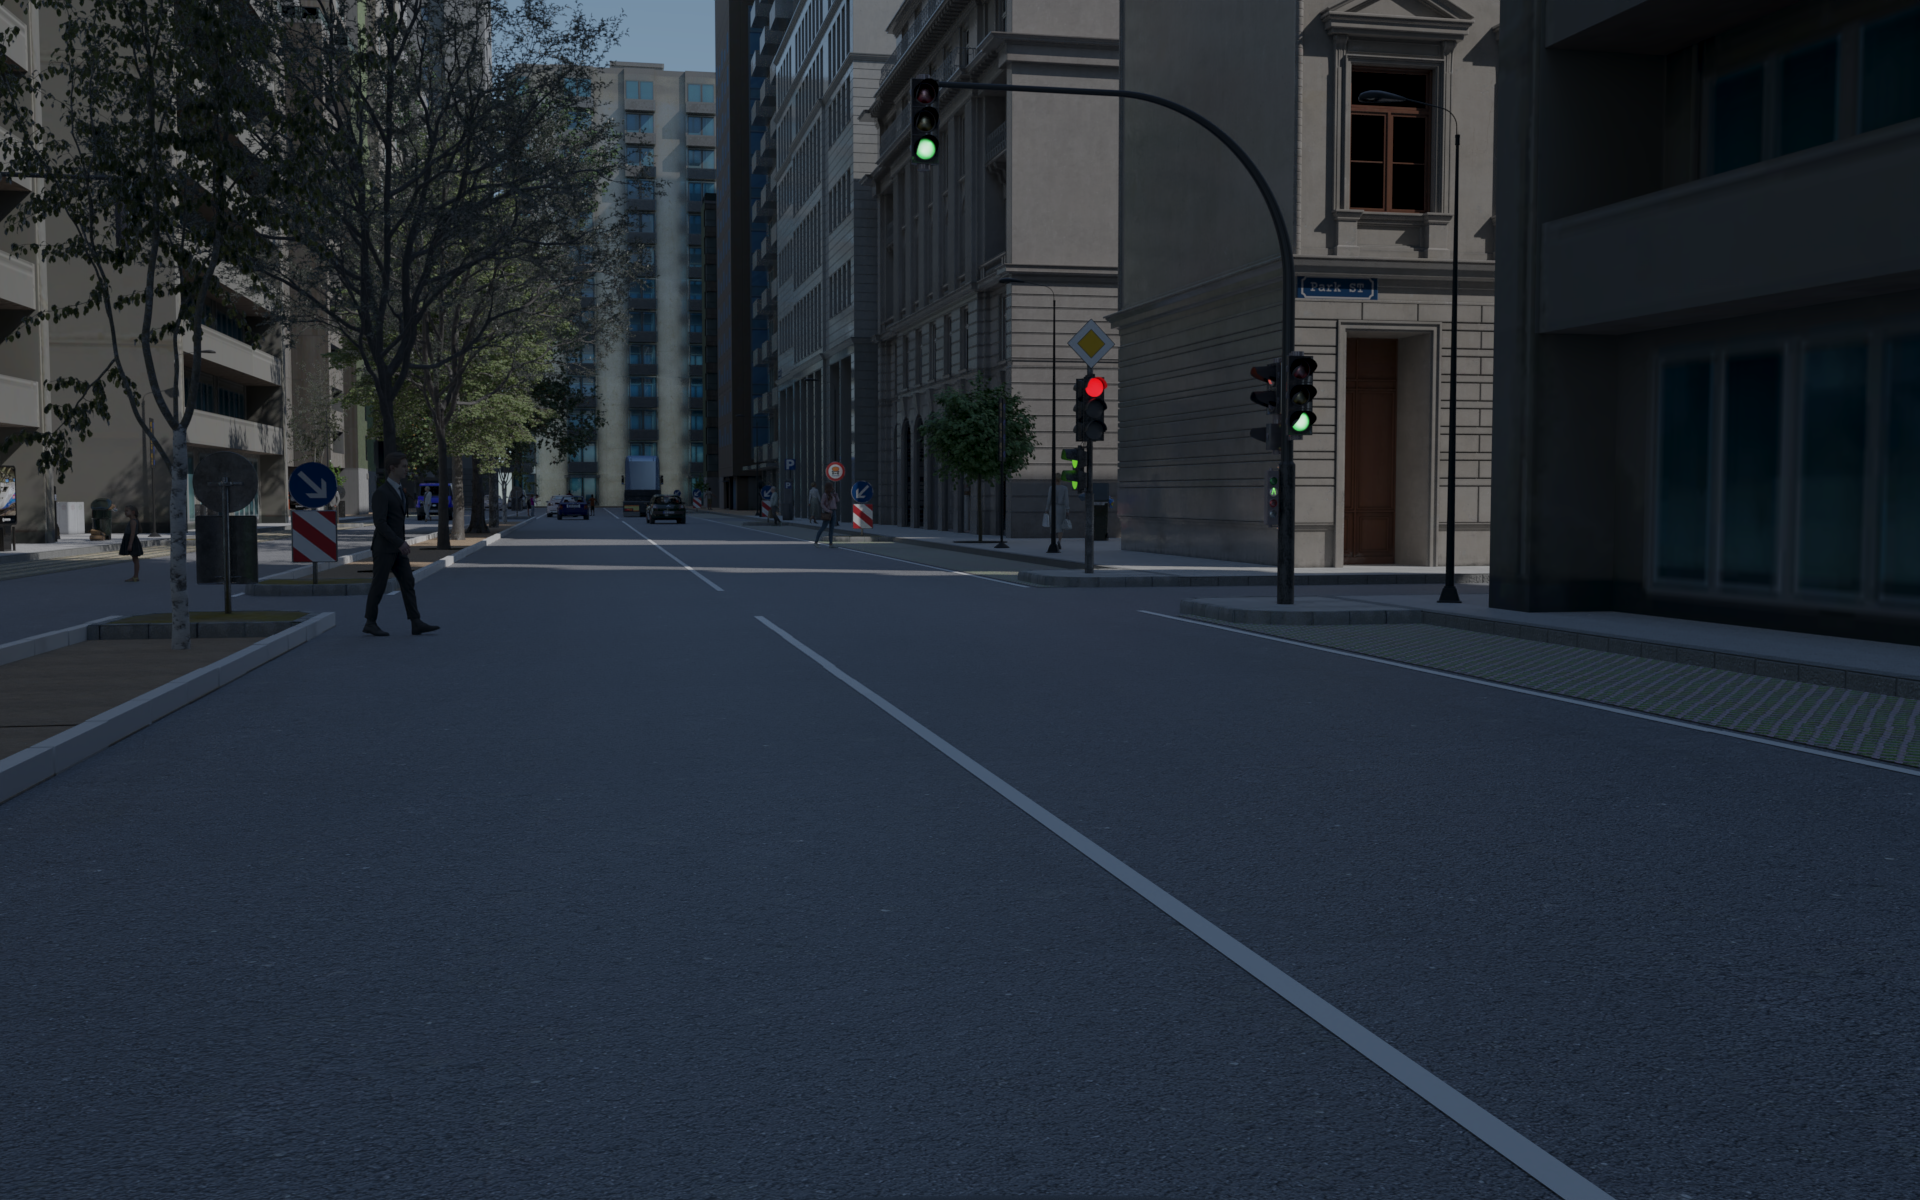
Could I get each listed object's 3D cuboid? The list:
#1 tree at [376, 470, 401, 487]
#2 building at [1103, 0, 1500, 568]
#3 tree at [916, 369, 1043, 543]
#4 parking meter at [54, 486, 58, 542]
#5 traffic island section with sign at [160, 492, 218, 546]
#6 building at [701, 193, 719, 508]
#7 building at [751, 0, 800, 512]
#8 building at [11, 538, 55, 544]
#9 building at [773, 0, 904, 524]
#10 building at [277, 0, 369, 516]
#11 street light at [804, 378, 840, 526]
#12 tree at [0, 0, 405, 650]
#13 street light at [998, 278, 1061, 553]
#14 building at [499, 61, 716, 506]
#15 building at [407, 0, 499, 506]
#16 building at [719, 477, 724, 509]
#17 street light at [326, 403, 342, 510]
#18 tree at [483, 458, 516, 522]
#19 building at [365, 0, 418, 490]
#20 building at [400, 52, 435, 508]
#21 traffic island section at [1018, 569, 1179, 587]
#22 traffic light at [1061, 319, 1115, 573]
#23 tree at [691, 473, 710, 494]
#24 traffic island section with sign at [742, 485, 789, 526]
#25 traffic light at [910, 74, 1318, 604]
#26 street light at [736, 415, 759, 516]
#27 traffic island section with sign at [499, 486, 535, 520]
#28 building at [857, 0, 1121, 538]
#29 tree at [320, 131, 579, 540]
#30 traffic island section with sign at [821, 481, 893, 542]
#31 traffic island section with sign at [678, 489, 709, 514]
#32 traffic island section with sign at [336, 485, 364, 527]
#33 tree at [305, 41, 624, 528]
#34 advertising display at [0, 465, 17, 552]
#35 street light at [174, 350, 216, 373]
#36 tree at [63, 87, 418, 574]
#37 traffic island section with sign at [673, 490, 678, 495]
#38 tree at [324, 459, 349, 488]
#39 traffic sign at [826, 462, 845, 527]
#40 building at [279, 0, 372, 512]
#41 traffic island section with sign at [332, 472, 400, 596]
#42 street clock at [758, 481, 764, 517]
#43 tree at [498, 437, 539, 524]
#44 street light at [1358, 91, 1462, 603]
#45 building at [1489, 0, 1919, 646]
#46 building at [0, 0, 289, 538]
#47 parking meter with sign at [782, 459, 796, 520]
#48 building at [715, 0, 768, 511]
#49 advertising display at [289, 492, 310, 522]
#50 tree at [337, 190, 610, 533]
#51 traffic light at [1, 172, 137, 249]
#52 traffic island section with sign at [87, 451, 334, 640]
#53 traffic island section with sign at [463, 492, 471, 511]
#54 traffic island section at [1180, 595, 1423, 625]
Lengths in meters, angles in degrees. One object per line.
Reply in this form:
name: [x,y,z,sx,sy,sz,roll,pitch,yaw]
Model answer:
tree: [-39.088,-7.577,118.480,1.663,3.219,1.824,0,3,0]
building: [14.257,-12.238,36.245,21.152,22.565,11.583,-1,4,-12]
tree: [0.522,-3.794,45.751,4.285,4.588,4.351,0,3,0]
parking meter: [-24.452,-2.329,46.484,0.372,1.533,0.369,0,3,0]
traffic island section with sign: [-21.213,-2.448,48.647,1.989,1.847,2.006,-1,4,-12]
building: [-18.288,-24.335,169.570,14.160,30.474,14.107,-1,4,-12]
building: [-2.569,-30.620,120.238,23.786,49.044,30.456,-1,4,-12]
building: [-32.011,-24.950,31.642,21.300,48.544,21.600,-1,4,-12]
building: [-2.356,-19.026,88.569,11.434,29.767,29.804,-1,4,-12]
building: [-43.514,-20.235,102.537,14.160,30.474,14.107,-1,4,-12]
street light: [-5.555,-5.943,69.709,1.470,5.913,1.316,-1,4,-12]
tree: [-7.219,-3.856,15.873,4.360,8.622,3.978,0,3,0]
street light: [1.508,-3.971,37.474,1.470,5.913,1.316,-1,4,-12]
building: [-36.244,-35.188,194.938,30.456,49.044,23.786,-1,4,-12]
building: [-64.769,-39.424,186.582,28.212,58.520,21.231,-1,4,-12]
building: [-14.853,-28.868,155.588,14.154,41.232,14.086,-1,4,-12]
street light: [-31.454,-7.044,87.706,1.470,5.913,1.316,-1,4,-12]
tree: [-23.056,-8.241,87.567,4.360,8.622,3.978,0,3,0]
building: [-57.958,-33.395,135.247,28.713,52.752,27.495,-1,4,-12]
building: [-56.773,-29.217,161.284,14.086,41.232,14.154,-1,4,-12]
traffic island section: [2.114,-0.353,28.045,2.009,0.180,2.903,-1,4,-12]
traffic light: [2.072,-2.385,27.923,0.839,4.253,0.868,-1,4,-12]
tree: [-23.394,-9.922,156.825,1.663,3.219,1.824,0,3,0]
traffic island section with sign: [-8.896,-4.286,78.700,1.989,1.847,2.006,-1,4,-12]
traffic light: [1.742,-2.744,19.537,4.771,5.953,1.251,-1,4,-12]
street light: [-12.445,-7.898,101.675,1.470,5.913,1.316,-1,4,-12]
traffic island section with sign: [-25.269,-5.536,98.658,2.006,1.907,1.989,-1,4,-12]
building: [4.759,-13.457,61.828,13.314,21.916,24.055,-1,4,-12]
tree: [-15.755,-8.143,53.727,7.486,12.596,7.792,0,3,0]
traffic island section with sign: [-3.173,-2.675,52.357,1.989,1.847,2.006,-1,4,-12]
traffic island section with sign: [-19.558,-7.288,127.785,1.989,1.847,2.006,-1,4,-12]
traffic island section with sign: [-26.935,-4.059,74.990,1.989,1.847,2.006,-1,4,-12]
tree: [-21.169,-13.163,73.562,12.611,20.169,13.585,0,3,0]
advertising display: [-21.327,-2.044,38.638,0.123,1.923,0.974,0,4,-4]
street light: [-24.616,-5.088,55.729,1.470,5.913,1.316,-1,4,-12]
tree: [-10.284,-7.227,30.994,12.009,13.543,11.850,0,3,0]
traffic island section with sign: [-25.375,-8.927,154.584,1.989,1.847,2.006,-1,4,-12]
tree: [-35.203,-6.243,96.668,1.663,3.219,1.824,0,3,0]
traffic sign: [-4.902,-4.166,68.219,0.768,2.556,0.104,0,4,-7]
building: [-47.650,-26.448,116.012,14.154,41.232,14.086,-1,4,-12]
traffic island section with sign: [-9.308,-1.045,25.227,2.006,1.907,1.989,-1,4,-12]
street clock: [-11.036,-5.596,96.072,0.358,2.002,0.471,0,4,2]
tree: [-21.901,-7.966,83.069,4.737,8.622,4.395,0,3,0]
street light: [5.268,-2.917,20.227,1.470,5.913,1.316,-1,4,-12]
building: [18.601,-23.632,10.082,21.300,48.544,21.600,-1,4,-12]
building: [-38.007,-26.868,62.999,21.300,48.544,21.600,-1,4,-12]
parking meter with sign: [-8.436,-5.435,85.118,0.543,3.016,1.738,0,4,1]
building: [-12.329,-30.026,141.044,14.600,45.320,14.200,-1,4,-12]
advertising display: [-30.724,-4.610,80.581,0.974,1.923,0.123,0,4,4]
tree: [-17.657,-8.785,63.100,9.611,12.733,9.660,0,3,0]
traffic light: [-14.136,-3.044,24.436,4.771,5.953,1.251,-1,4,-12]
traffic island section with sign: [-7.745,-0.602,17.986,2.006,1.907,1.989,-1,4,-12]
traffic island section with sign: [-43.231,-8.645,149.966,1.989,1.847,2.006,-1,4,-12]
traffic island section: [3.809,0.125,20.242,2.009,0.180,2.903,-1,4,-12]
